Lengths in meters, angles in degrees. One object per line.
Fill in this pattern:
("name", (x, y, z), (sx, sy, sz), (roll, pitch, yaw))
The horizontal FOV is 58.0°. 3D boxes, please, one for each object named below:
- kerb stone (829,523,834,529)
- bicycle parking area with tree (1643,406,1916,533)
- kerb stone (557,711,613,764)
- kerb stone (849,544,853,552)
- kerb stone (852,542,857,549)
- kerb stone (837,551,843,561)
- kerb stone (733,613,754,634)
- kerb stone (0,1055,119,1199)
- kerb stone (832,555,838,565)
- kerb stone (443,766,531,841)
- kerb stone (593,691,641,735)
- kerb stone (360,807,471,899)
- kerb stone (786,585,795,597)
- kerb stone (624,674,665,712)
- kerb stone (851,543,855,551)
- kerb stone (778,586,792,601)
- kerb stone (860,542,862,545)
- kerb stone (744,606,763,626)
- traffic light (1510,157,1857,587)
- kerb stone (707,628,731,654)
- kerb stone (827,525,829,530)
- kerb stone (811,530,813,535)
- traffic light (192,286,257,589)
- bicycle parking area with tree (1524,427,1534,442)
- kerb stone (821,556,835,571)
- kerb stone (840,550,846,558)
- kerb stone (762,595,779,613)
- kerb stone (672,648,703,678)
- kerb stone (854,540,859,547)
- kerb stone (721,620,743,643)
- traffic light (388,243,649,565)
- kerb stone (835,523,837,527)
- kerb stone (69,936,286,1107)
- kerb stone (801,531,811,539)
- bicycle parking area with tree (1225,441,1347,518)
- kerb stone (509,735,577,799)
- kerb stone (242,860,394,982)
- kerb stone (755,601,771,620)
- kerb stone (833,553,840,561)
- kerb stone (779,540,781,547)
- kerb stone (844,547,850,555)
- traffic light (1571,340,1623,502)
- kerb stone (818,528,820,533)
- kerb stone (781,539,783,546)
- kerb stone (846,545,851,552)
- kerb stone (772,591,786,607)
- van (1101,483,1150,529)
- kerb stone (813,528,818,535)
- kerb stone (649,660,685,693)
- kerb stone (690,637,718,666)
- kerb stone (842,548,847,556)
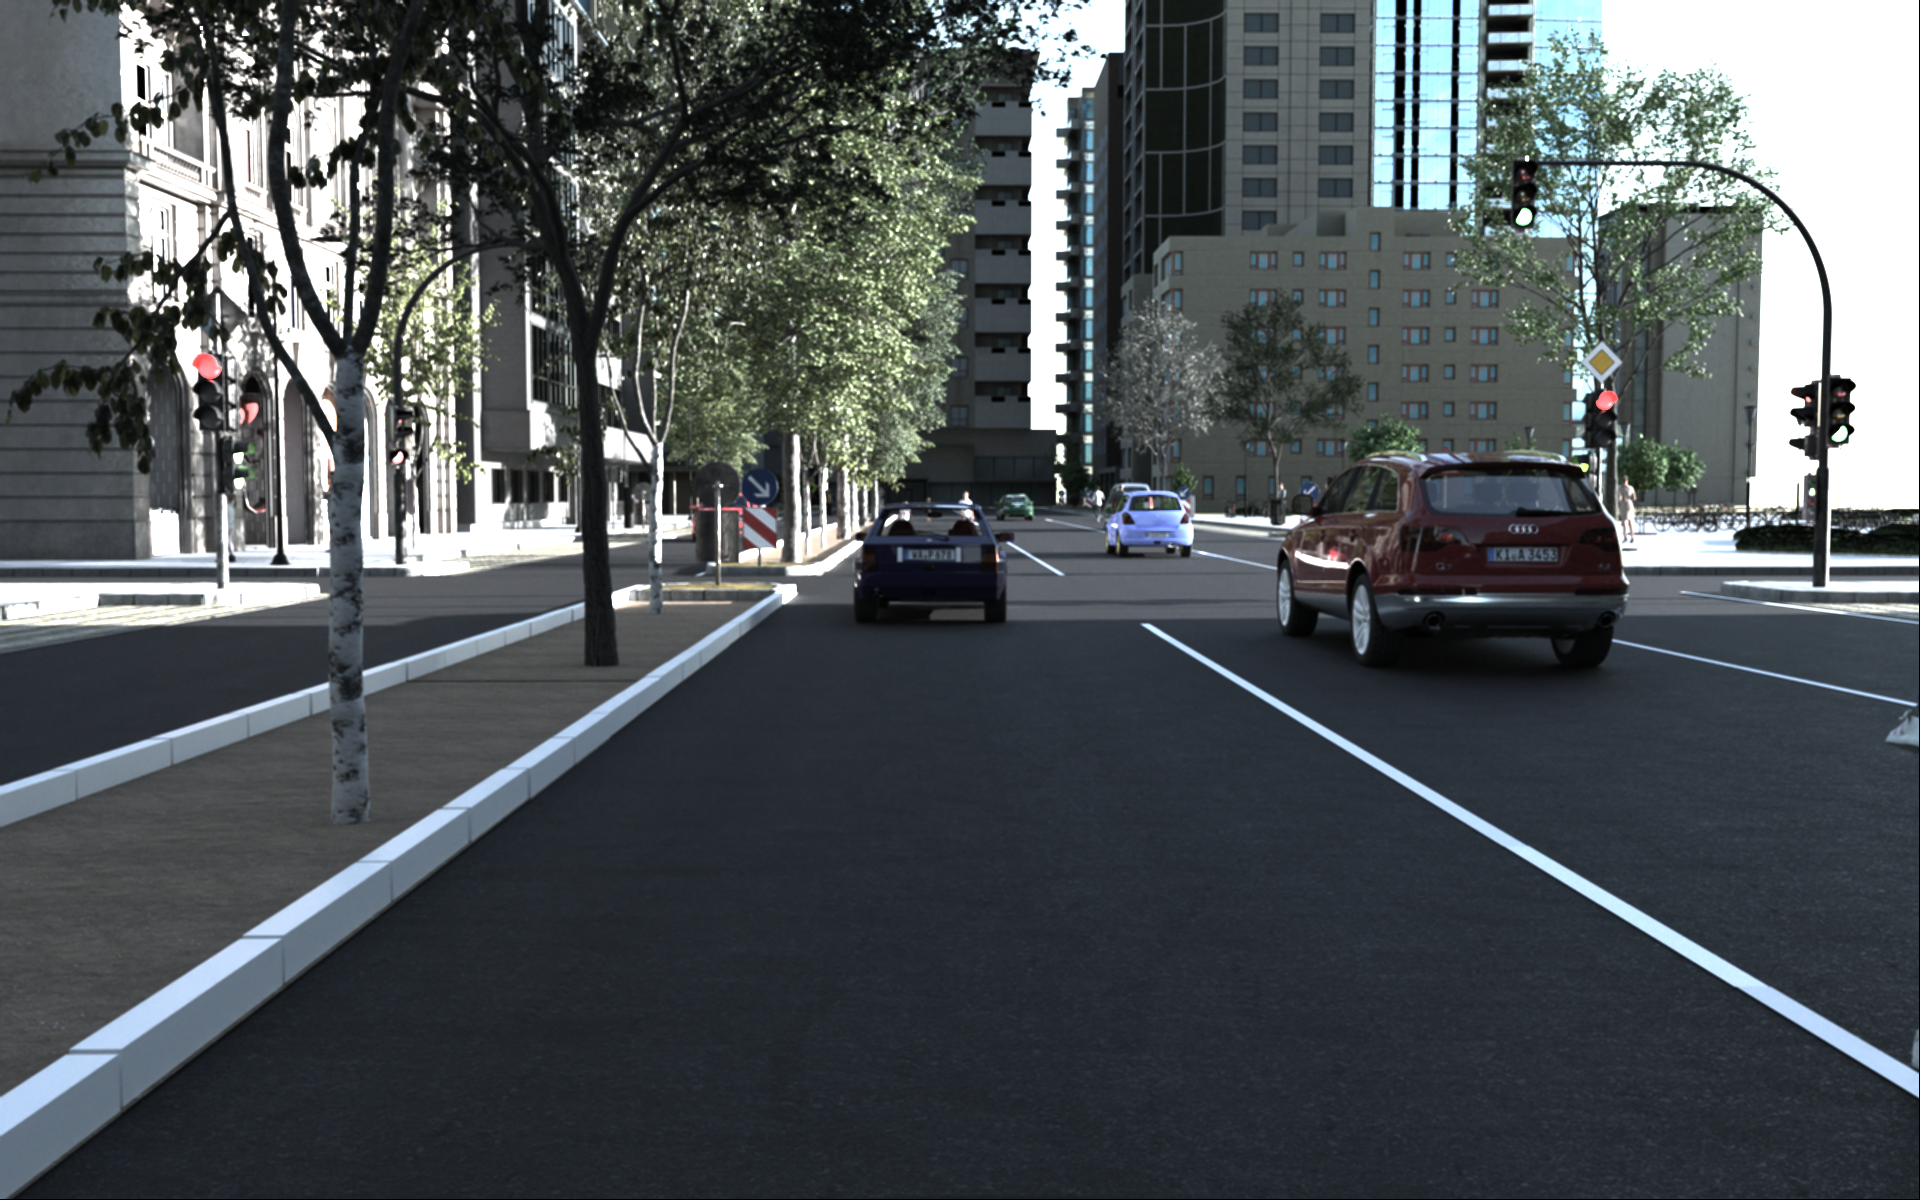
("kerb stone", (-5.389, -3.019, 71.635), (0.120, 0.150, 1.000), (0, 4, -1))
("bicycle parking area with tree", (27.560, -4.358, 58.261), (8.231, 4.147, 9.016), (-2, 4, -35))
("kerb stone", (-2.100, 0.768, 9.640), (0.120, 0.150, 1.000), (0, 4, -1))
("kerb stone", (-2.728, -1.203, 41.940), (0.120, 0.150, 1.000), (0, 4, -1))
("kerb stone", (-2.760, -1.331, 43.984), (0.120, 0.150, 1.000), (0, 4, -1))
("kerb stone", (-2.629, -0.894, 36.810), (0.120, 0.150, 1.000), (0, 4, -1))
("kerb stone", (-2.262, 0.267, 17.825), (0.120, 0.150, 1.000), (0, 4, -1))
("kerb stone", (-1.986, 1.151, 3.490), (0.120, 0.150, 1.000), (0, 4, -1))
("kerb stone", (-2.583, -0.768, 34.766), (0.120, 0.150, 1.000), (0, 4, -1))
("kerb stone", (-2.069, 0.893, 7.590), (0.120, 0.150, 1.000), (0, 4, -1))
("kerb stone", (-2.125, 0.705, 10.662), (0.120, 0.150, 1.000), (0, 4, -1))
("kerb stone", (-2.054, 0.957, 6.557), (0.120, 0.150, 1.000), (0, 4, -1))
("kerb stone", (-2.378, -0.109, 23.981), (0.120, 0.150, 1.000), (0, 4, -1))
("kerb stone", (-2.146, 0.647, 11.685), (0.120, 0.150, 1.000), (0, 4, -1))
("kerb stone", (-2.737, -1.270, 42.962), (0.120, 0.150, 1.000), (0, 4, -1))
("kerb stone", (-2.362, -0.047, 22.959), (0.120, 0.150, 1.000), (0, 4, -1))
("kerb stone", (-2.823, -1.521, 47.056), (0.120, 0.150, 1.000), (0, 4, -1))
("kerb stone", (-2.278, 0.205, 18.855), (0.120, 0.150, 1.000), (0, 4, -1))
("traffic light", (9.774, -2.997, 23.663), (4.771, 5.953, 1.251), (0, 4, -1))
("kerb stone", (-2.224, 0.393, 15.777), (0.120, 0.150, 1.000), (0, 4, -1))
("kerb stone", (-5.308, -2.773, 67.537), (0.120, 0.150, 1.000), (0, 4, -1))
("kerb stone", (-5.133, -2.205, 58.293), (0.120, 0.150, 1.000), (0, 4, -1))
("traffic light", (-9.993, -2.110, 23.411), (0.839, 4.253, 0.868), (0, 4, -1))
("bicycle parking area with tree", (25.278, -5.177, 71.650), (9.016, 4.147, 8.231), (-1, 4, -13))
("kerb stone", (-2.564, -0.706, 33.744), (0.120, 0.150, 1.000), (0, 4, -1))
("kerb stone", (-2.638, -0.955, 37.840), (0.120, 0.150, 1.000), (0, 4, -1))
("kerb stone", (-2.325, 0.080, 20.907), (0.120, 0.150, 1.000), (0, 4, -1))
("kerb stone", (-2.185, 0.520, 13.731), (0.120, 0.150, 1.000), (0, 4, -1))
("kerb stone", (-2.781, -1.395, 45.012), (0.120, 0.150, 1.000), (0, 4, -1))
("kerb stone", (-2.248, 0.332, 16.802), (0.120, 0.150, 1.000), (0, 4, -1))
("traffic light", (-8.056, -3.474, 31.470), (4.771, 5.953, 1.251), (0, 4, -1))
("kerb stone", (-5.434, -3.145, 73.683), (0.120, 0.150, 1.000), (0, 4, -1))
("kerb stone", (-2.012, 1.085, 4.514), (0.120, 0.150, 1.000), (0, 4, -1))
("kerb stone", (-5.119, -2.145, 57.270), (0.120, 0.150, 1.000), (0, 4, -1))
("bicycle parking area with tree", (18.134, -6.533, 93.813), (8.231, 4.147, 9.016), (1, 4, 20))
("kerb stone", (-2.081, 0.831, 8.611), (0.120, 0.150, 1.000), (0, 4, -1))
("kerb stone", (-2.034, 1.019, 5.536), (0.120, 0.150, 1.000), (0, 4, -1))
("kerb stone", (-2.302, 0.142, 19.882), (0.120, 0.150, 1.000), (0, 4, -1))
("kerb stone", (-2.612, -0.829, 35.788), (0.120, 0.150, 1.000), (0, 4, -1))
("kerb stone", (-4.911, -1.456, 45.996), (0.120, 0.150, 1.000), (0, 4, -1))
("kerb stone", (-2.678, -1.076, 39.891), (0.120, 0.150, 1.000), (0, 4, -1))
("traffic light", (11.711, -2.624, 31.828), (0.839, 4.253, 0.868), (0, 4, -1))
("kerb stone", (-5.216, -2.458, 62.391), (0.120, 0.150, 1.000), (0, 4, -1))
("kerb stone", (-4.938, -1.581, 48.049), (0.120, 0.150, 1.000), (0, 4, -1))
("kerb stone", (-2.711, -1.145, 40.913), (0.120, 0.150, 1.000), (0, 4, -1))
("kerb stone", (-2.342, 0.022, 21.937), (0.120, 0.150, 1.000), (0, 4, -1))
("van", (6.698, -3.799, 69.129), (2.013, 2.044, 4.112), (0, 4, -1))
("kerb stone", (-5.195, -2.396, 61.366), (0.120, 0.150, 1.000), (0, 4, -1))
("kerb stone", (-2.168, 0.580, 12.706), (0.120, 0.150, 1.000), (0, 4, -1))
("kerb stone", (-2.200, 0.456, 14.755), (0.120, 0.150, 1.000), (0, 4, -1))
("kerb stone", (-2.670, -1.019, 38.862), (0.120, 0.150, 1.000), (0, 4, -1))
